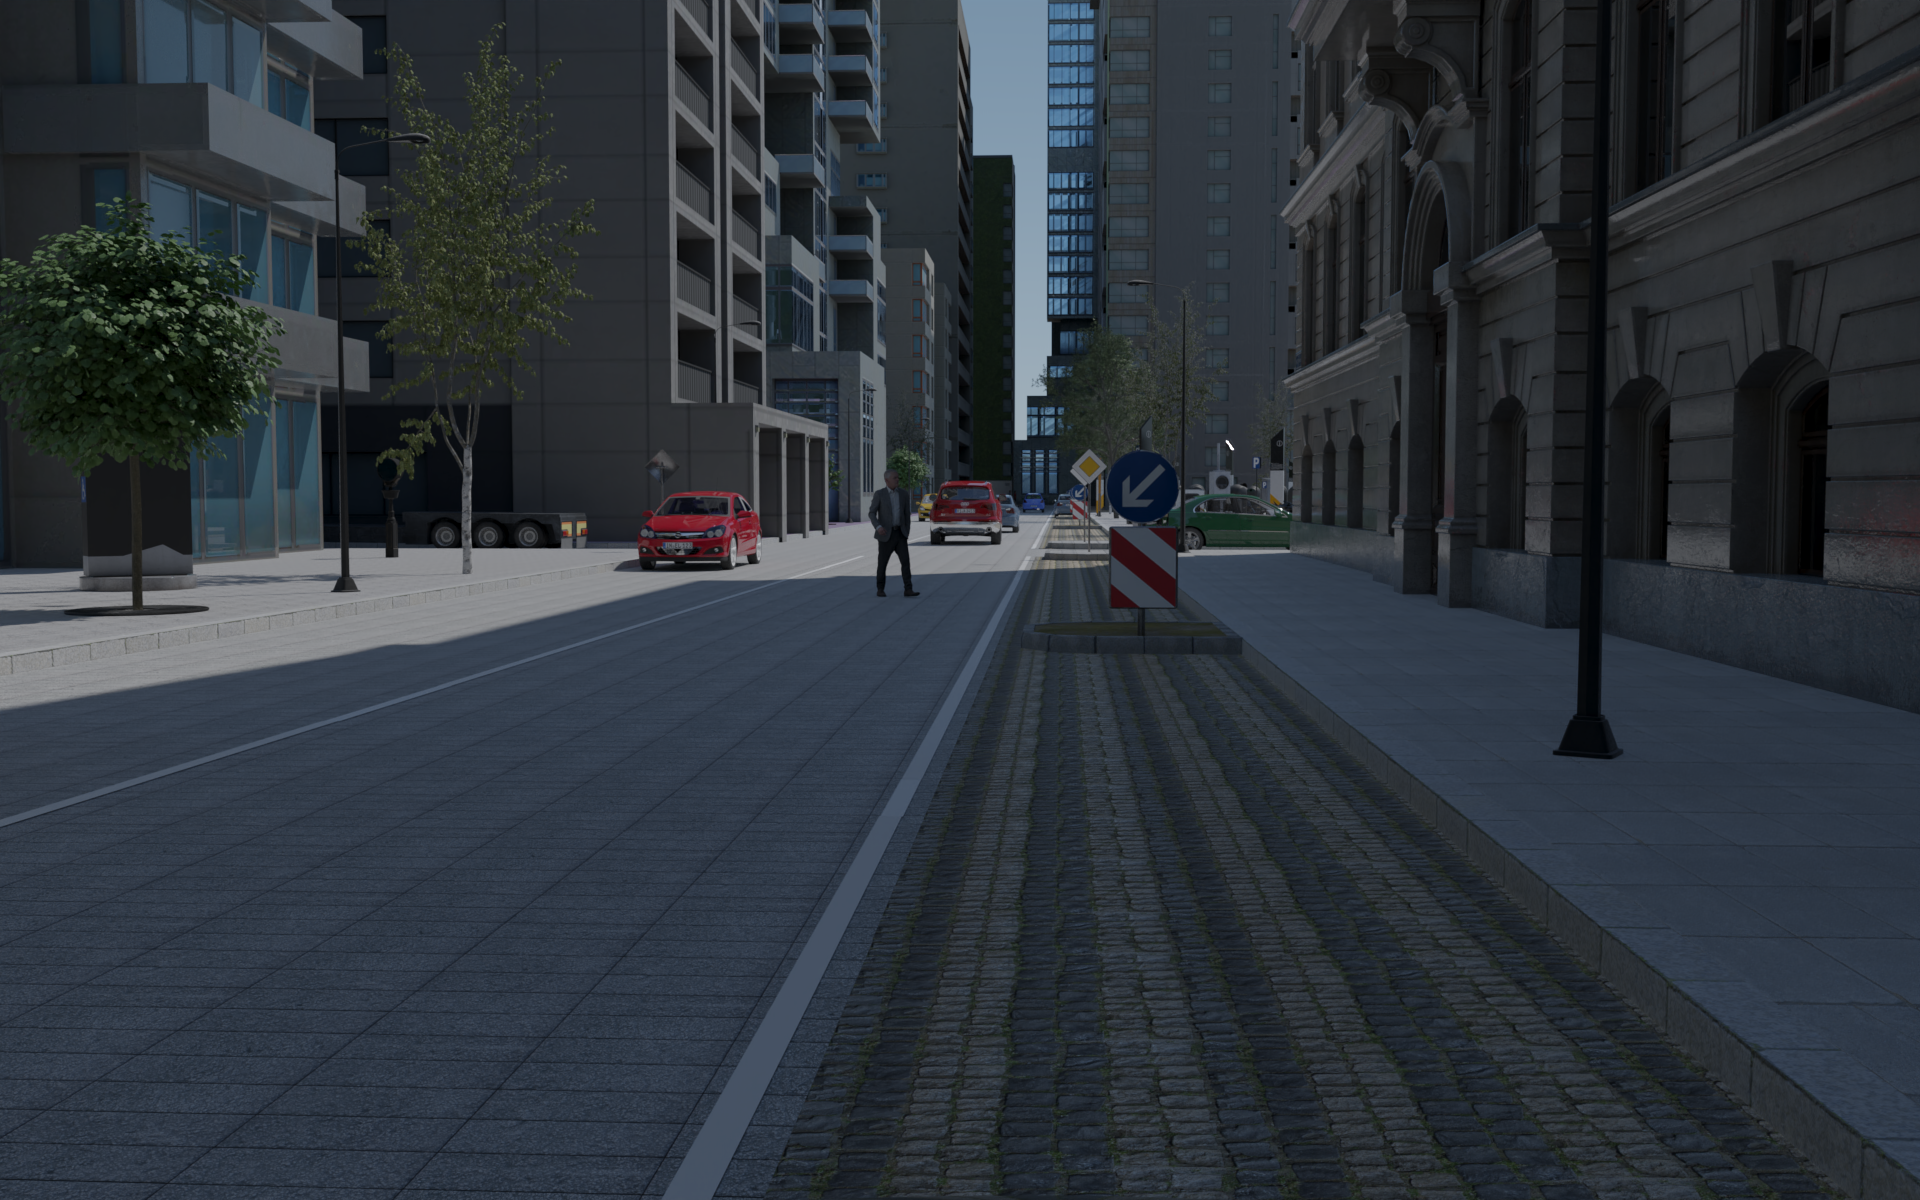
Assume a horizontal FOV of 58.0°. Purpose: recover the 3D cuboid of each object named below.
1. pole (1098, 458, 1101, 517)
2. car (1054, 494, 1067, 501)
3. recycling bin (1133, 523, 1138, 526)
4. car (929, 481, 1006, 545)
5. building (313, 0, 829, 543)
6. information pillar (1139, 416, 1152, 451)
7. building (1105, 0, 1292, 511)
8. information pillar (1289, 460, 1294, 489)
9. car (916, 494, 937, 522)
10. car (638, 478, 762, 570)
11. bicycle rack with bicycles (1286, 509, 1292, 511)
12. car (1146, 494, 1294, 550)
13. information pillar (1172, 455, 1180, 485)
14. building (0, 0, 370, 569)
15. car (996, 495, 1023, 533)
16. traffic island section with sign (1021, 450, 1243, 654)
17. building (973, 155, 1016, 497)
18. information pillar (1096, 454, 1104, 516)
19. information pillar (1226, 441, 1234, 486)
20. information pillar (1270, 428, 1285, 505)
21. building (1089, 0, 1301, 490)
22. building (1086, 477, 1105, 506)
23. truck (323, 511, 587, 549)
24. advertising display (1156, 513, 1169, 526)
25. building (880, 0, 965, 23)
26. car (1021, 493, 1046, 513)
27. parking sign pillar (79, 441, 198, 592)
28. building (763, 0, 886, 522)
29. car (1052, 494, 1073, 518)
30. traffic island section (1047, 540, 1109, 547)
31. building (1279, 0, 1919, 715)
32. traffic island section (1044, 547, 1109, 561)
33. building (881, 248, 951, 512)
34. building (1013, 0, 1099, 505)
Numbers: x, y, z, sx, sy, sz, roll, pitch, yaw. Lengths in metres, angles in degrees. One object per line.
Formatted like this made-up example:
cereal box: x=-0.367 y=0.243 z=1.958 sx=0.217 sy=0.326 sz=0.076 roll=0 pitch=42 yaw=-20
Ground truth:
pole: x=7.866 y=-6.343 z=97.557 sx=0.158 sy=3.312 sz=0.155 roll=0 pitch=3 yaw=0
car: x=8.014 y=-7.275 z=129.170 sx=2.015 sy=1.641 sz=3.980 roll=0 pitch=4 yaw=2
recycling bin: x=5.784 y=-2.483 z=53.155 sx=0.722 sy=1.027 sz=0.722 roll=-3 pitch=5 yaw=-40
car: x=0.210 y=-2.565 z=50.609 sx=2.281 sy=1.827 sz=5.304 roll=0 pitch=4 yaw=2
building: x=-15.103 y=-37.734 z=55.208 sx=20.563 sy=71.187 sz=20.611 roll=0 pitch=4 yaw=3
information pillar: x=5.542 y=-3.689 z=51.673 sx=0.504 sy=3.616 sz=0.183 roll=-3 pitch=5 yaw=-42
building: x=18.849 y=-27.921 z=140.101 sx=14.154 sy=41.232 sz=14.086 roll=0 pitch=4 yaw=3
information pillar: x=22.518 y=-7.714 z=117.486 sx=0.504 sy=3.616 sz=0.183 roll=0 pitch=4 yaw=5
car: x=-1.270 y=-4.941 z=91.001 sx=2.015 sy=1.641 sz=3.980 roll=0 pitch=4 yaw=2
car: x=-5.084 y=-1.535 z=34.137 sx=2.155 sy=1.783 sz=4.494 roll=0 pitch=4 yaw=3
bicycle rack with bicycles: x=8.108 y=-2.127 z=48.164 sx=2.852 sy=0.926 sz=2.925 roll=0 pitch=4 yaw=4
car: x=6.796 y=-1.827 z=41.670 sx=4.920 sy=1.459 sz=2.131 roll=0 pitch=4 yaw=2
information pillar: x=12.945 y=-6.882 z=103.880 sx=0.504 sy=3.616 sz=0.183 roll=0 pitch=4 yaw=1
building: x=-27.809 y=-25.057 z=29.291 sx=30.456 sy=49.044 sz=23.786 roll=0 pitch=4 yaw=3
car: x=1.367 y=-3.264 z=65.364 sx=2.014 sy=1.417 sz=4.499 roll=0 pitch=4 yaw=3
traffic island section with sign: x=1.581 y=-0.473 z=16.356 sx=1.989 sy=1.847 sz=2.006 roll=0 pitch=4 yaw=3
building: x=-0.275 y=-32.316 z=211.953 sx=14.086 sy=41.232 sz=14.154 roll=0 pitch=4 yaw=3
information pillar: x=8.080 y=-6.653 z=100.127 sx=0.504 sy=3.616 sz=0.183 roll=-2 pitch=4 yaw=-35
information pillar: x=11.789 y=-5.166 z=75.813 sx=0.183 sy=3.616 sz=0.504 roll=-2 pitch=4 yaw=-26
information pillar: x=11.228 y=-4.274 z=61.234 sx=0.504 sy=3.616 sz=0.183 roll=2 pitch=4 yaw=27
building: x=26.469 y=-34.914 z=160.088 sx=28.713 sy=52.752 sz=27.495 roll=0 pitch=4 yaw=3
building: x=23.784 y=-45.617 z=184.095 sx=20.563 sy=71.187 sz=20.611 roll=0 pitch=4 yaw=3
truck: x=-19.098 y=-3.329 z=44.193 sx=18.799 sy=4.110 sz=2.967 roll=0 pitch=4 yaw=3
advertising display: x=4.212 y=-1.883 z=35.999 sx=0.123 sy=1.923 sz=0.974 roll=1 pitch=4 yaw=15
building: x=-10.198 y=-32.906 z=161.722 sx=21.300 sy=48.544 sz=21.600 roll=0 pitch=4 yaw=3
car: x=5.707 y=-7.630 z=134.335 sx=1.945 sy=1.707 sz=3.694 roll=0 pitch=4 yaw=2
parking sign pillar: x=-11.107 y=-2.131 z=23.315 sx=1.447 sy=3.967 sz=1.447 roll=-2 pitch=4 yaw=-35
building: x=-14.715 y=-47.653 z=91.797 sx=22.319 sy=86.520 sz=31.000 roll=0 pitch=4 yaw=3
car: x=6.561 y=-5.652 z=104.417 sx=2.014 sy=1.417 sz=4.499 roll=0 pitch=4 yaw=3
traffic island section: x=3.348 y=-1.469 z=46.294 sx=2.009 sy=0.180 sz=2.903 roll=0 pitch=4 yaw=3
building: x=11.374 y=-12.289 z=20.009 sx=14.460 sy=24.649 sz=34.723 roll=0 pitch=4 yaw=3
traffic island section: x=2.877 y=-0.981 z=38.322 sx=2.009 sy=0.180 sz=2.903 roll=0 pitch=4 yaw=3
building: x=-15.401 y=-17.868 z=137.175 sx=27.650 sy=21.520 sz=28.899 roll=0 pitch=4 yaw=3
building: x=22.473 y=-55.089 z=213.383 sx=31.000 sy=86.520 sz=22.319 roll=0 pitch=4 yaw=3
